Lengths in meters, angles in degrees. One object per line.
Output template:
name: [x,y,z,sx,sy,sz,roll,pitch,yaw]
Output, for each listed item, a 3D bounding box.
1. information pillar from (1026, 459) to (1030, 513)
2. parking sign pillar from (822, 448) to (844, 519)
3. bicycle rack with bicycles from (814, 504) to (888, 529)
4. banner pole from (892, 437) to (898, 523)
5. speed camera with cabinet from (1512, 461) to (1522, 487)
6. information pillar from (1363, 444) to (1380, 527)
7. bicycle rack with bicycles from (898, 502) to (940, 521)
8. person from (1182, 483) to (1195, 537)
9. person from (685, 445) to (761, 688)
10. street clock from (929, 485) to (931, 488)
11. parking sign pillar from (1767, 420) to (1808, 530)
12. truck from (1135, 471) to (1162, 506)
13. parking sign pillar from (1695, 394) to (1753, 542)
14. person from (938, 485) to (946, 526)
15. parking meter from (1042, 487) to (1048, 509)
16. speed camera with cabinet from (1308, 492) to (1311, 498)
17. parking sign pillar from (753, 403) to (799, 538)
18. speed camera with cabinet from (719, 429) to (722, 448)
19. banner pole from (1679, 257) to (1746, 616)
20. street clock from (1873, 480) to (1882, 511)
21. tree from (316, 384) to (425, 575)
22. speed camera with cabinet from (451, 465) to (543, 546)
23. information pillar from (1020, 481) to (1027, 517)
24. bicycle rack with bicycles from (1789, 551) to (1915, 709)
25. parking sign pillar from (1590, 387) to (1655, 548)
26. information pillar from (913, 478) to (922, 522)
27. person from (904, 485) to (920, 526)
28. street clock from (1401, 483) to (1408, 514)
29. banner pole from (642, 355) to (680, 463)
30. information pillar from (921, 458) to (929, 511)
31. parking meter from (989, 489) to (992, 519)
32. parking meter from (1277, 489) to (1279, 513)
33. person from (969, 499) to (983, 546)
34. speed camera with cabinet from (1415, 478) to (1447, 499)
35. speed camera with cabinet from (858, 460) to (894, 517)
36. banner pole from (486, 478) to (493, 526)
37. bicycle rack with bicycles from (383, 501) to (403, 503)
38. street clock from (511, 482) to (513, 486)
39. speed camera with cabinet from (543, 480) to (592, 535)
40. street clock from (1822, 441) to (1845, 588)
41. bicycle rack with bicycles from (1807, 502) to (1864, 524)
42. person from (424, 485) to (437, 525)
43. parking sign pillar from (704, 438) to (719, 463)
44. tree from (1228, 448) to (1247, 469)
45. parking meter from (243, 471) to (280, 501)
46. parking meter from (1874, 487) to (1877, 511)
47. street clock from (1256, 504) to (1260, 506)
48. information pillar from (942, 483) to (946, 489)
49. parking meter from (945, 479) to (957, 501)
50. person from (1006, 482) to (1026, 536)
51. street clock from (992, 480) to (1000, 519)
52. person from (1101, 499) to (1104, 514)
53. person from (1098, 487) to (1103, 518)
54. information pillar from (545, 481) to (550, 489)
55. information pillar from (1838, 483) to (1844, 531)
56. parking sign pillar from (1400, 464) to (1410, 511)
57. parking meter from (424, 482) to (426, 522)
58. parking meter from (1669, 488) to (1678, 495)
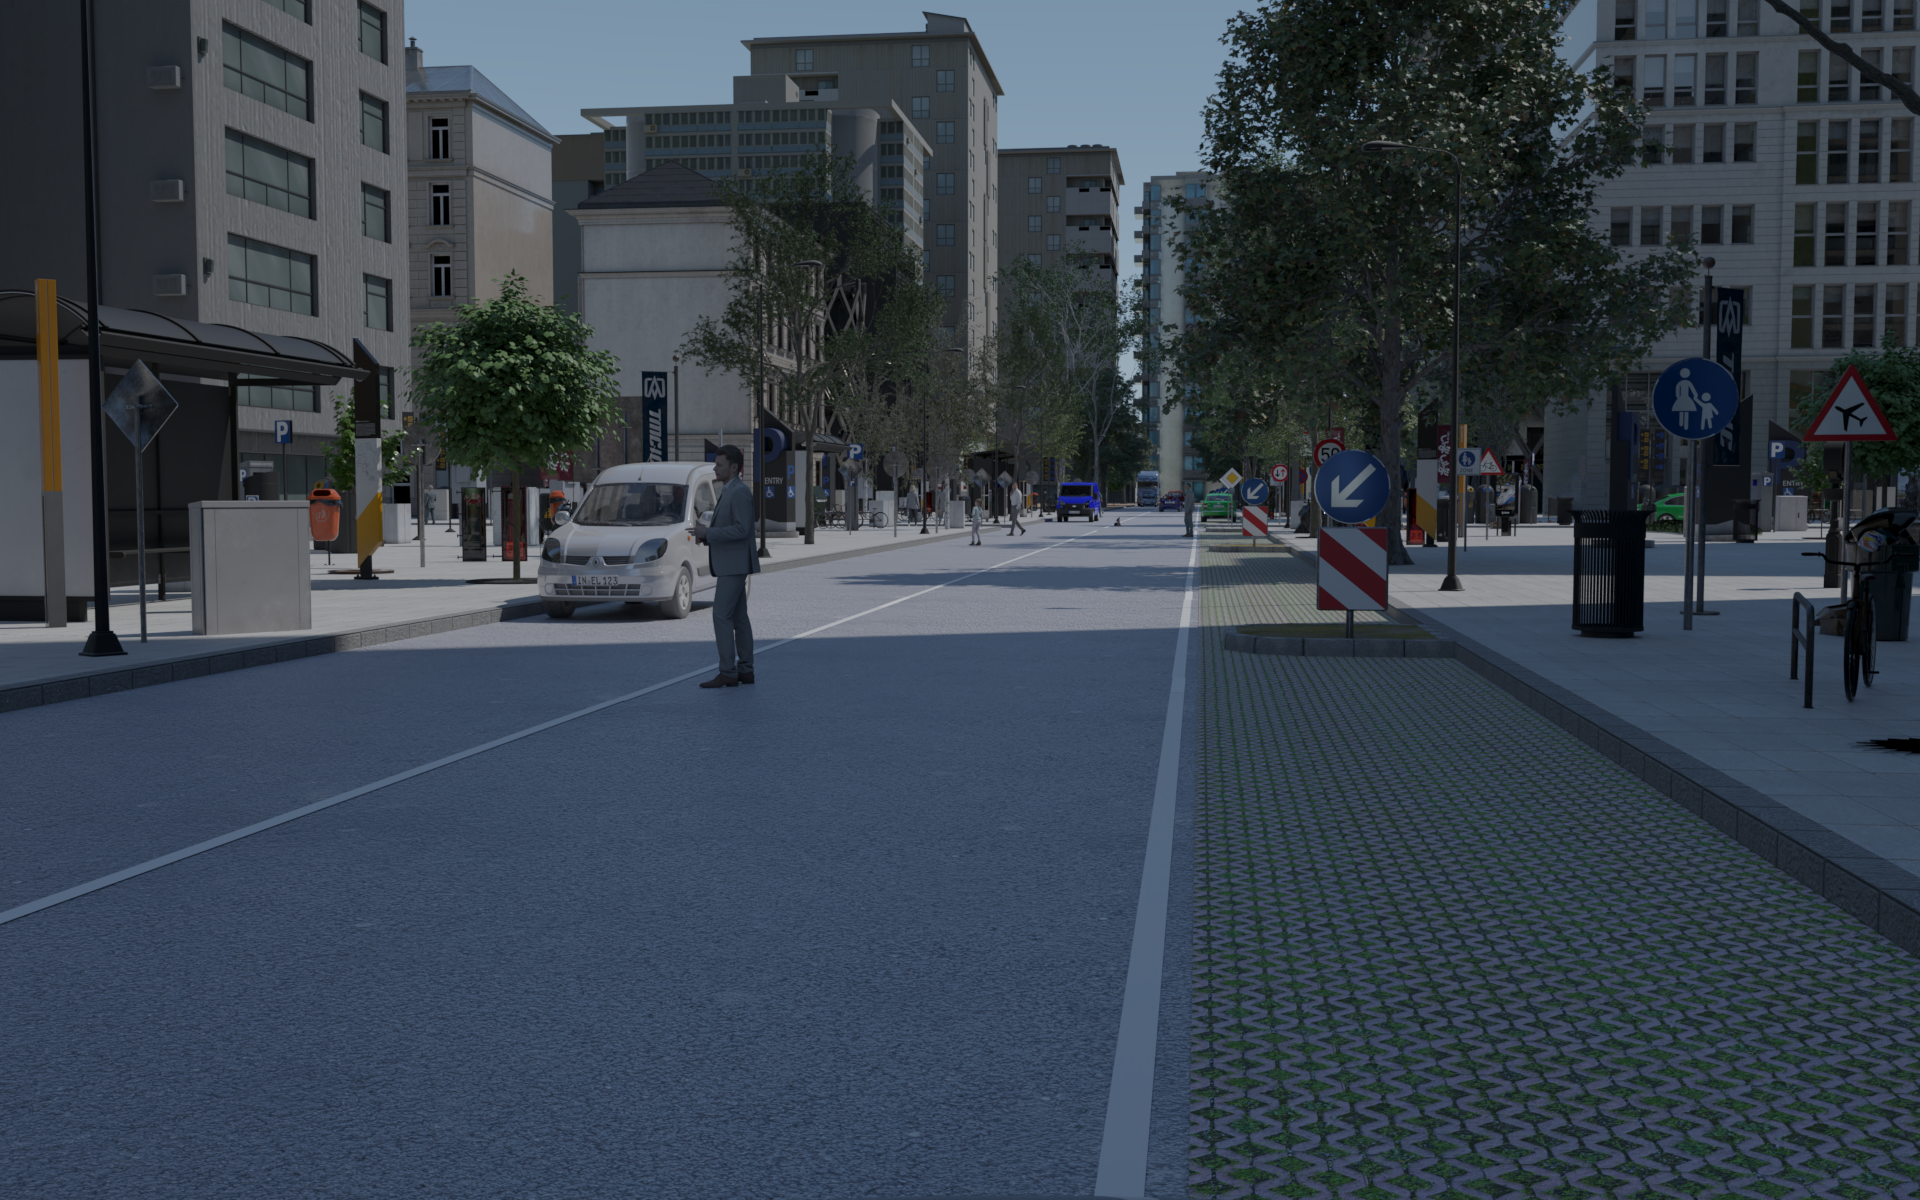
information pillar: [4.497,-7.534,114.530,0.183,3.616,0.504,-2,4,-27]
parking sign pillar: [-6.402,-5.872,84.473,1.447,3.967,1.447,0,4,7]
bicycle rack with bicycles: [-4.423,-3.086,63.832,2.925,0.926,2.852,1,4,22]
banner pole: [-2.859,-5.277,76.291,0.401,3.779,0.863,-1,4,-20]
speed camera with cabinet: [33.123,-6.679,103.543,0.660,3.252,2.038,2,4,27]
information pillar: [10.262,-3.151,42.875,0.504,3.616,0.183,0,4,-2]
bicycle rack with bicycles: [-2.242,-4.248,82.837,2.925,0.926,2.852,0,4,5]
person: [7.656,-3.014,57.874,0.391,1.810,0.635,0,4,-5]
person: [-1.796,-0.262,12.981,0.583,1.804,0.606,-1,4,-21]
street clock: [-2.591,-8.393,141.795,0.358,2.002,0.471,-2,4,-28]
parking sign pillar: [29.876,-4.529,62.522,1.447,3.967,1.447,1,4,16]
truck: [23.000,-13.374,208.416,2.967,4.110,18.799,1,4,9]
parking sign pillar: [20.711,-3.578,46.966,1.447,3.967,1.447,0,4,7]
person: [-0.640,-3.720,69.448,0.709,1.813,0.853,1,4,12]
parking meter: [6.726,-8.056,137.428,0.399,1.863,0.255,-1,4,-13]
speed camera with cabinet: [30.518,-9.305,146.470,2.038,3.252,0.660,-1,4,-15]
parking sign pillar: [-5.466,-3.816,50.867,1.447,3.967,1.447,2,4,34]
speed camera with cabinet: [-7.872,-3.589,53.011,0.660,3.252,2.038,-3,5,-42]
banner pole: [8.089,-1.742,18.491,0.863,3.779,0.401,-2,4,-32]
street clock: [32.760,-3.497,61.749,0.358,2.002,0.471,0,4,4]
tree: [-9.740,-2.033,27.837,1.663,3.219,1.824,0,3,0]
speed camera with cabinet: [-11.486,-2.964,42.796,2.038,3.252,0.660,1,4,10]
information pillar: [3.522,-5.613,96.267,0.304,2.012,0.304,3,5,43]
bicycle rack with bicycles: [6.424,0.151,10.906,2.852,0.926,2.925,2,4,24]
parking sign pillar: [15.886,-3.238,41.409,1.447,3.967,1.447,2,4,31]
information pillar: [-1.946,-4.580,79.380,0.304,2.012,0.304,-1,4,-22]
person: [-2.045,-3.888,72.249,0.709,1.800,0.728,1,4,23]
street clock: [28.870,-6.607,112.602,0.358,2.002,0.471,3,5,43]
banner pole: [-5.316,-2.515,31.145,0.863,3.779,0.401,-2,4,-23]
information pillar: [-2.312,-7.499,113.969,0.504,3.616,0.183,0,4,0]
parking meter: [1.464,-4.996,90.100,0.372,1.533,0.369,0,3,0]
parking meter: [21.603,-6.806,116.984,0.255,1.863,0.399,-2,4,-29]
person: [0.434,-2.158,48.055,0.394,1.301,0.425,2,4,28]
speed camera with cabinet: [25.727,-6.101,94.090,0.660,3.252,2.038,-3,4,-38]
speed camera with cabinet: [-4.618,-6.225,96.120,2.038,3.252,0.660,-1,4,-23]
banner pole: [-19.058,-4.865,69.552,0.863,3.779,0.401,1,4,18]
bicycle rack with bicycles: [-39.894,-6.341,117.063,2.925,0.926,2.852,2,4,32]
street clock: [-24.585,-5.573,95.696,0.471,2.002,0.358,3,4,36]
speed camera with cabinet: [-12.324,-3.685,54.579,2.038,3.252,0.660,1,4,12]
street clock: [11.933,-1.166,23.627,0.358,2.002,0.471,3,5,40]
bicycle rack with bicycles: [36.961,-3.708,74.012,2.925,0.926,2.852,-1,4,-19]
person: [-22.160,-3.887,72.226,0.590,1.801,0.661,2,4,29]
parking sign pillar: [-11.554,-5.778,82.936,1.447,3.967,1.447,-1,4,-17]
tree: [27.138,-13.410,169.622,4.737,8.622,4.395,0,3,0]
parking meter: [-7.670,-0.650,19.046,0.372,1.533,0.369,0,3,0]
parking meter: [40.858,-4.362,77.030,0.399,1.863,0.255,2,4,28]
street clock: [15.589,-5.257,90.527,0.358,2.002,0.471,-2,4,-34]
information pillar: [-1.514,-8.882,149.715,0.304,2.012,0.304,1,4,22]
parking meter: [-0.340,-3.715,66.453,0.399,1.863,0.255,3,5,40]
person: [1.906,-3.105,59.363,0.850,1.850,0.679,-2,4,-29]
street clock: [1.858,-5.188,89.391,0.358,2.002,0.471,2,4,35]
person: [10.134,-7.098,125.227,0.598,1.740,0.731,2,4,27]
person: [8.157,-5.782,103.023,0.713,1.824,0.794,-2,4,-31]
information pillar: [-22.427,-5.506,94.514,0.304,2.012,0.304,1,4,17]
information pillar: [30.769,-3.413,60.290,0.304,2.012,0.304,1,4,12]
parking sign pillar: [33.549,-8.760,131.690,1.447,3.967,1.447,-1,4,-18]
parking meter: [-24.439,-4.467,78.746,0.255,1.863,0.399,0,4,-7]
parking meter: [29.293,-3.837,71.138,0.372,1.533,0.369,0,3,0]
